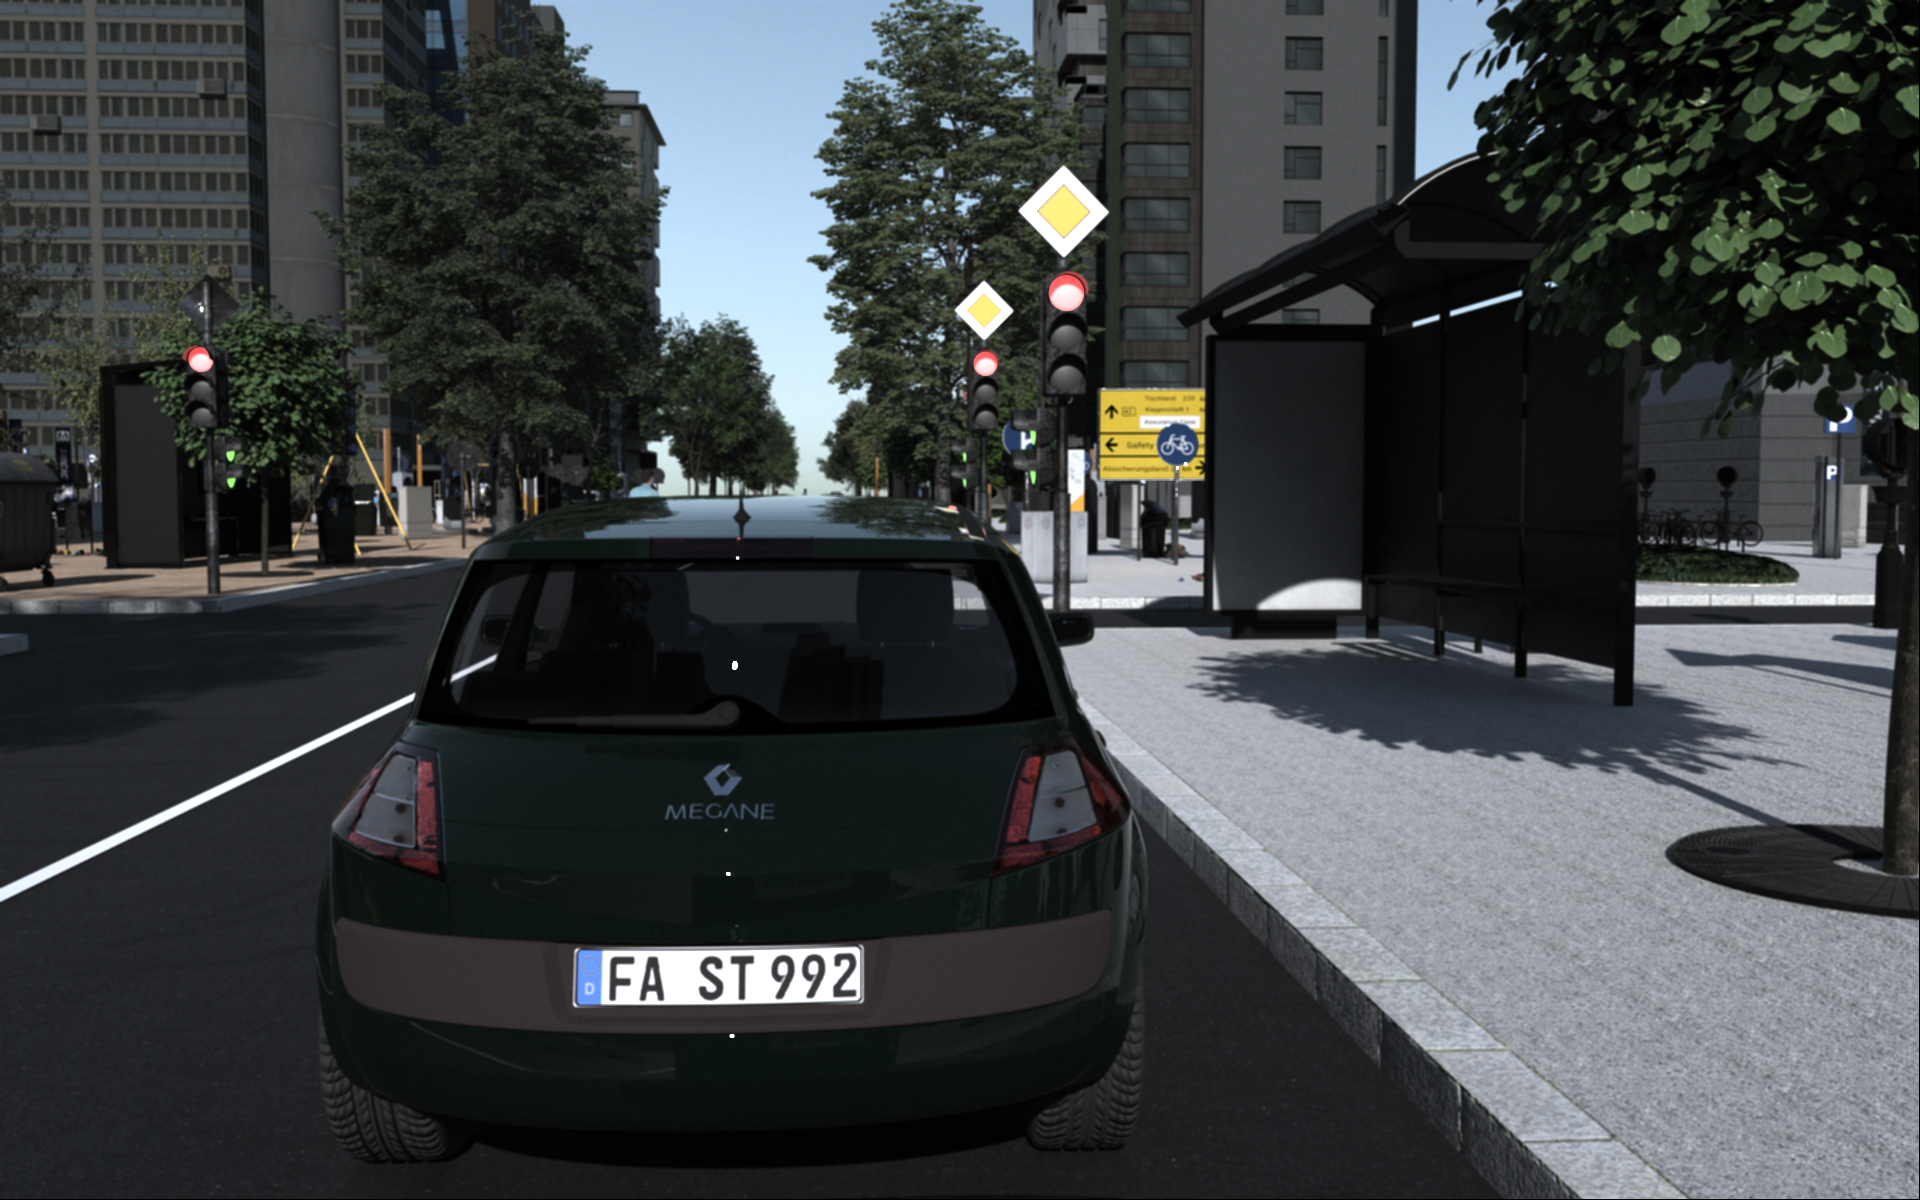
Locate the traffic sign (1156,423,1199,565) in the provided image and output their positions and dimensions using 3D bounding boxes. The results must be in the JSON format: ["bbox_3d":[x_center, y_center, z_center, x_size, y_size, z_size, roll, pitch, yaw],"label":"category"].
[{"bbox_3d":[3.905,-1.903,31.227,0.768,2.556,0.104,0,4,-2],"label":"traffic sign"}]

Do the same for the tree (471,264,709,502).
[{"bbox_3d":[-13.934,-7.975,64.811,8.767,10.594,7.601,-2,4,-31],"label":"tree"}]

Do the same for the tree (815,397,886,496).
[{"bbox_3d":[-12.037,-17.631,205.269,9.611,12.733,9.660,0,3,0],"label":"tree"}]

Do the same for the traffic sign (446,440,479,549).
[{"bbox_3d":[-11.665,-2.479,40.636,0.768,2.556,0.104,0,4,-1],"label":"traffic sign"}]

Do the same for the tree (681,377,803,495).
[{"bbox_3d":[-20.536,-14.490,153.919,9.611,12.733,9.660,0,3,0],"label":"tree"}]

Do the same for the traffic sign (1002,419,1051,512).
[{"bbox_3d":[1.040,-1.635,26.835,0.768,2.556,0.104,0,4,1],"label":"traffic sign"}]

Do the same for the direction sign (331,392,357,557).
[{"bbox_3d":[-12.499,-2.640,35.163,0.379,3.537,0.876,1,4,12],"label":"direction sign"}]

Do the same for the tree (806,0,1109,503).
[{"bbox_3d":[-0.125,-7.436,39.710,7.486,12.596,7.792,0,3,0],"label":"tree"}]

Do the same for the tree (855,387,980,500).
[{"bbox_3d":[-0.815,-4.048,49.895,4.285,4.588,4.351,0,3,0],"label":"tree"}]

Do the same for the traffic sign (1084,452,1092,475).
[{"bbox_3d":[3.449,-3.069,50.286,0.768,2.556,0.104,0,4,2],"label":"traffic sign"}]

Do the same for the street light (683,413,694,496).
[{"bbox_3d":[-15.490,-7.716,98.942,0.468,5.910,1.993,0,4,-4],"label":"street light"}]

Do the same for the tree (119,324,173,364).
[{"bbox_3d":[-34.909,-7.567,74.090,4.360,8.622,3.978,0,3,0],"label":"tree"}]

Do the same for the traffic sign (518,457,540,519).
[{"bbox_3d":[-14.743,-3.617,59.237,0.768,2.556,0.104,0,4,-1],"label":"traffic sign"}]

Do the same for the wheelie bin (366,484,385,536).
[{"bbox_3d":[-18.234,-2.759,53.023,0.980,1.594,0.693,0,4,-2],"label":"wheelie bin"}]

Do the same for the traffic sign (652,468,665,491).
[{"bbox_3d":[-14.749,-5.151,84.331,0.768,2.556,0.104,0,4,3],"label":"traffic sign"}]

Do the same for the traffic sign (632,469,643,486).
[{"bbox_3d":[-16.271,-5.372,87.942,0.768,2.556,0.104,0,4,1],"label":"traffic sign"}]

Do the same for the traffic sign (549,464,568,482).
[{"bbox_3d":[-16.861,-4.444,72.765,0.768,2.556,0.104,0,4,-1],"label":"traffic sign"}]

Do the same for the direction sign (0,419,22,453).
[{"bbox_3d":[-28.727,-3.685,52.241,0.379,3.537,0.876,3,5,42],"label":"direction sign"}]

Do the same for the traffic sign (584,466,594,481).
[{"bbox_3d":[-16.490,-4.717,77.235,0.768,2.556,0.104,0,4,-1],"label":"traffic sign"}]

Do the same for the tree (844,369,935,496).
[{"bbox_3d":[-3.122,-8.410,87.867,4.360,8.622,3.978,0,3,0],"label":"tree"}]

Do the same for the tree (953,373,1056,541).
[{"bbox_3d":[0.719,-2.041,27.966,1.663,3.219,1.824,0,3,0],"label":"tree"}]

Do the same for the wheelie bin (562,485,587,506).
[{"bbox_3d":[-14.074,-3.369,62.998,0.980,1.594,0.693,-3,4,-37],"label":"wheelie bin"}]

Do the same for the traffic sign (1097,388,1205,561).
[{"bbox_3d":[3.767,-2.406,33.216,2.265,3.308,0.079,0,4,3],"label":"traffic sign"}]

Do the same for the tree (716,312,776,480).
[{"bbox_3d":[-17.653,-13.247,123.247,9.857,13.997,8.962,0,3,0],"label":"tree"}]

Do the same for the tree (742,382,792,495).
[{"bbox_3d":[-21.731,-16.057,172.899,12.009,13.543,11.850,0,3,0],"label":"tree"}]

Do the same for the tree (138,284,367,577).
[{"bbox_3d":[-11.052,-2.661,27.218,4.285,4.588,4.351,0,3,0],"label":"tree"}]

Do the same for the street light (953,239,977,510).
[{"bbox_3d":[0.157,-3.597,31.593,0.468,5.910,1.993,0,4,-4],"label":"street light"}]

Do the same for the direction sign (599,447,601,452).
[{"bbox_3d":[-17.295,-5.581,83.242,0.379,3.537,0.876,0,4,-7],"label":"direction sign"}]

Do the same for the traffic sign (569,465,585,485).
[{"bbox_3d":[-16.864,-4.665,76.381,0.768,2.556,0.104,0,4,1],"label":"traffic sign"}]

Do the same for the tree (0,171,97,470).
[{"bbox_3d":[-18.072,-4.942,31.159,4.360,8.622,3.978,0,3,0],"label":"tree"}]

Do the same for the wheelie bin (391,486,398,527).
[{"bbox_3d":[-22.582,-3.706,68.493,0.980,1.594,0.693,0,4,1],"label":"wheelie bin"}]

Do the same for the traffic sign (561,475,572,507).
[{"bbox_3d":[-18.636,-4.962,81.134,0.884,2.594,0.081,0,4,4],"label":"traffic sign"}]

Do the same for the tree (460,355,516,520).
[{"bbox_3d":[-23.632,-8.222,84.796,4.360,8.622,3.978,0,3,0],"label":"tree"}]

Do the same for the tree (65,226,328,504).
[{"bbox_3d":[-21.196,-5.989,48.275,4.737,8.622,4.395,0,3,0],"label":"tree"}]

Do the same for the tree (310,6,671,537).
[{"bbox_3d":[-12.463,-8.595,47.179,9.857,13.997,8.962,0,3,0],"label":"tree"}]

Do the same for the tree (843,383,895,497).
[{"bbox_3d":[-4.478,-9.327,102.851,4.737,8.622,4.395,0,3,0],"label":"tree"}]

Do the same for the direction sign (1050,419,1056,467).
[{"bbox_3d":[2.418,-3.528,49.684,0.876,3.537,0.379,-3,5,-41],"label":"direction sign"}]

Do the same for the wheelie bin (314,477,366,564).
[{"bbox_3d":[-11.467,-1.466,31.869,0.693,1.594,0.980,-2,4,-32],"label":"wheelie bin"}]

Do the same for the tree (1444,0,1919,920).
[{"bbox_3d":[3.118,-1.343,5.666,4.285,4.588,4.351,0,3,0],"label":"tree"}]

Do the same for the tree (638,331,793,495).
[{"bbox_3d":[-17.088,-11.360,111.489,9.928,11.665,9.643,0,3,0],"label":"tree"}]

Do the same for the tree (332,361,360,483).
[{"bbox_3d":[-26.773,-7.151,67.284,4.737,8.622,4.395,0,3,0],"label":"tree"}]

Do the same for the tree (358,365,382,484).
[{"bbox_3d":[-32.845,-8.676,92.217,4.737,8.622,4.395,0,3,0],"label":"tree"}]

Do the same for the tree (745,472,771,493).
[{"bbox_3d":[-22.560,-12.744,192.082,4.285,4.588,4.351,0,3,0],"label":"tree"}]

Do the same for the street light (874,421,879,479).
[{"bbox_3d":[-5.241,-8.214,107.091,0.468,5.910,1.993,0,4,-4],"label":"street light"}]

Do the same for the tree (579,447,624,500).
[{"bbox_3d":[-14.677,-4.711,71.622,1.663,3.219,1.824,0,3,0],"label":"tree"}]

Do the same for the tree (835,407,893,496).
[{"bbox_3d":[-9.780,-15.143,182.007,7.601,10.594,8.767,-3,4,-36],"label":"tree"}]

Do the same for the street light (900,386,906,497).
[{"bbox_3d":[-2.166,-5.604,64.416,0.468,5.910,1.993,0,4,-4],"label":"street light"}]

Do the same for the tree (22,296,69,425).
[{"bbox_3d":[-30.082,-6.721,60.256,4.737,8.622,4.395,0,3,0],"label":"tree"}]
